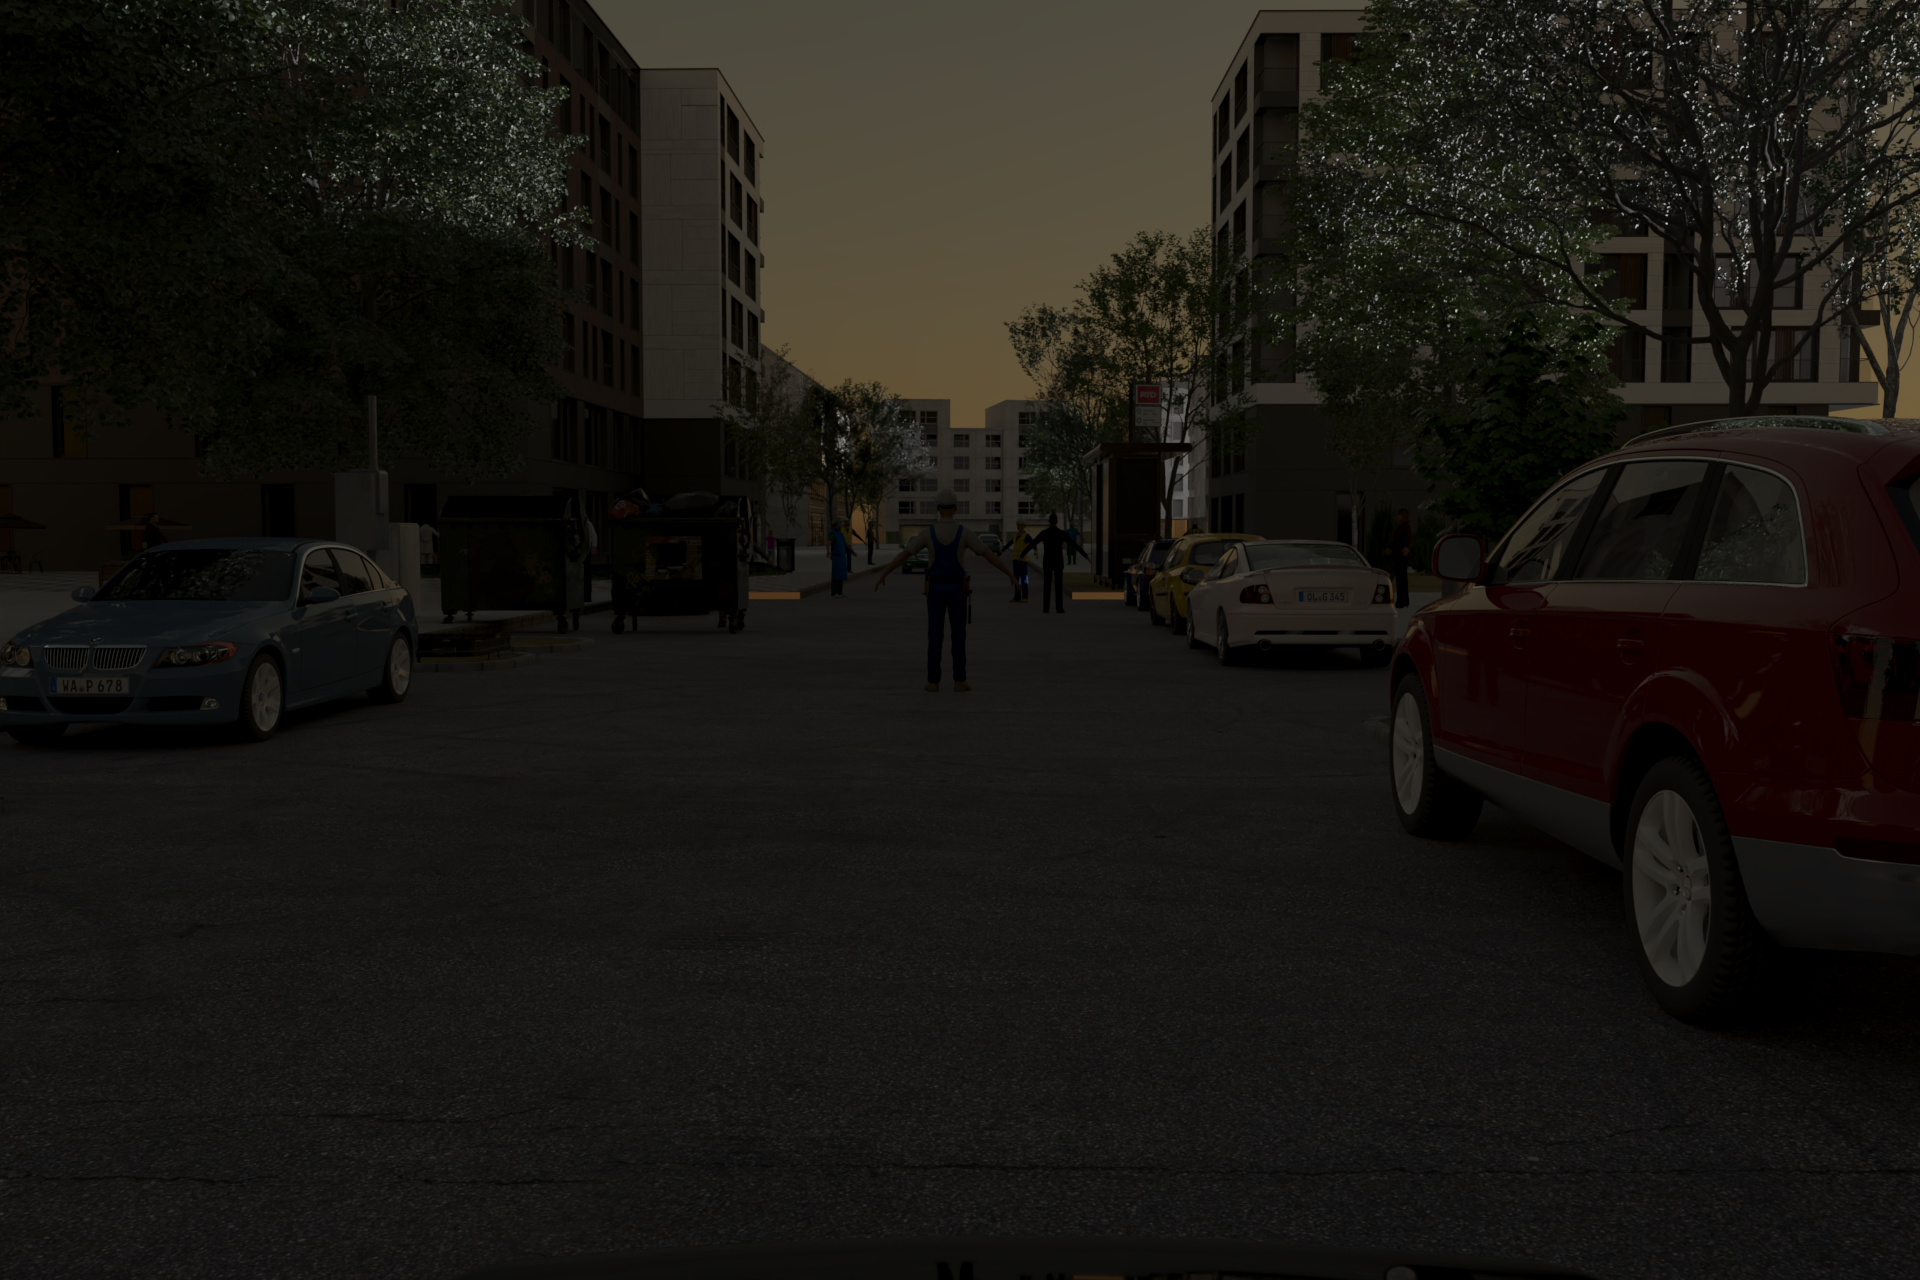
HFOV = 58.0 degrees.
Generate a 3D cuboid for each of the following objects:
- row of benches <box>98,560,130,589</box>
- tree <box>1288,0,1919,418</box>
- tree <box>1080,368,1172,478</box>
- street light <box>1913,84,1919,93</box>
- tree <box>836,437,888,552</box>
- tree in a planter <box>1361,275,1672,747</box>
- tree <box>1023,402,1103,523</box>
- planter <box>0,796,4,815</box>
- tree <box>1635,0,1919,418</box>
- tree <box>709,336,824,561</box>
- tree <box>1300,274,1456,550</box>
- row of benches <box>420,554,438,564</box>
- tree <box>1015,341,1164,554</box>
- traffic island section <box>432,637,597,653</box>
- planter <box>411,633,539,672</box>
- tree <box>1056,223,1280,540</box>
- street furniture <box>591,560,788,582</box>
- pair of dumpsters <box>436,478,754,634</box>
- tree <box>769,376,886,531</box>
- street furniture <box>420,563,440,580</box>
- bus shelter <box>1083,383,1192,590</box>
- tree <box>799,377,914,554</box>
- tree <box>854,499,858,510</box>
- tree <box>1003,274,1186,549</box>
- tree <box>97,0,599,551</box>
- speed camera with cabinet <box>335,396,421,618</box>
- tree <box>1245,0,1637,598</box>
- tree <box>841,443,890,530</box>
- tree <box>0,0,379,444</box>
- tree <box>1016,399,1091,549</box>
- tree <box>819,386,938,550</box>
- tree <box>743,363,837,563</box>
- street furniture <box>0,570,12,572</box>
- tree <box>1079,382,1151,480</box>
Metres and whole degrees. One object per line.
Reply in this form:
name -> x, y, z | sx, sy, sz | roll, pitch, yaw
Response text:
row of benches -> -18.423, -1.572, 41.159 | 4.104, 0.672, 1.422 | 0, 4, -2
tree -> 9.849, -6.808, 21.681 | 12.009, 13.543, 11.850 | 0, 3, 0
tree -> 8.005, -7.700, 76.252 | 4.360, 8.622, 3.978 | 0, 3, 0
street light -> 7.766, -2.463, 13.056 | 0.468, 5.910, 1.993 | 0, 4, 1
tree -> -7.005, -10.791, 126.801 | 4.737, 8.622, 4.395 | 0, 3, 0
tree in a planter -> 3.882, -0.904, 12.005 | 1.991, 3.239, 1.994 | 0, 4, 1
tree -> 8.720, -12.886, 136.440 | 9.928, 11.665, 9.643 | 0, 3, 0
planter -> -5.893, 0.780, 8.388 | 1.991, 0.319, 1.994 | 0, 4, 0
tree -> 25.399, -11.878, 50.090 | 12.611, 20.169, 13.585 | 0, 3, 0
tree -> -7.393, -7.038, 65.439 | 4.737, 8.622, 4.395 | 0, 3, 0
tree -> 10.687, -5.938, 47.444 | 4.360, 8.622, 3.978 | 0, 3, 0
row of benches -> -17.826, -2.570, 57.479 | 4.104, 0.672, 1.422 | -1, 4, -22
tree -> 8.414, -12.183, 109.563 | 12.009, 13.543, 11.850 | 0, 3, 0
traffic island section -> -5.650, 0.071, 21.700 | 1.991, 0.108, 1.994 | 0, 4, 1
planter -> -5.730, 0.133, 18.961 | 1.991, 0.319, 1.994 | 0, 4, 1
tree -> 7.083, -8.138, 58.817 | 9.928, 11.665, 9.643 | 0, 3, 0
street furniture -> -8.111, -2.073, 49.523 | 5.734, 0.657, 10.072 | 0, 4, 8
pair of dumpsters -> -5.279, -1.239, 25.213 | 4.436, 2.255, 1.574 | 0, 4, 1
tree -> -7.832, -10.303, 102.868 | 7.601, 10.594, 8.767 | 0, 4, 6
street furniture -> -16.725, -2.134, 50.518 | 10.072, 0.657, 5.734 | 0, 4, 1
bus shelter -> 4.301, -4.053, 43.897 | 2.179, 5.291, 8.768 | 0, 4, 0
tree -> -7.201, -11.473, 113.343 | 9.928, 11.665, 9.643 | 0, 3, 0
tree -> -15.382, -17.223, 231.953 | 4.737, 8.622, 4.395 | 0, 3, 0
tree -> 9.839, -16.465, 125.093 | 12.611, 20.169, 13.585 | 0, 3, 0
tree -> -11.748, -7.763, 33.575 | 9.857, 13.997, 8.962 | 0, 3, 0
speed camera with cabinet -> -8.582, -1.909, 25.547 | 0.660, 3.252, 2.038 | 0, 4, 1
tree -> 9.312, -7.080, 33.887 | 7.486, 12.596, 7.792 | 0, 3, 0
tree -> -7.243, -11.259, 134.448 | 4.737, 8.622, 4.395 | 0, 3, 0
tree -> -11.225, -6.818, 18.129 | 9.857, 13.997, 8.962 | 0, 3, 0
tree -> 8.420, -13.848, 144.547 | 7.486, 12.596, 7.792 | 0, 3, 0
tree -> -6.914, -14.257, 143.474 | 12.009, 13.543, 11.850 | 0, 3, 0
tree -> -7.728, -7.638, 75.237 | 4.360, 8.622, 3.978 | 0, 3, 0
street furniture -> -31.697, -2.599, 49.341 | 11.010, 1.723, 9.812 | 2, 4, 25
tree -> 8.020, -8.118, 83.093 | 4.360, 8.622, 3.978 | 0, 3, 0
